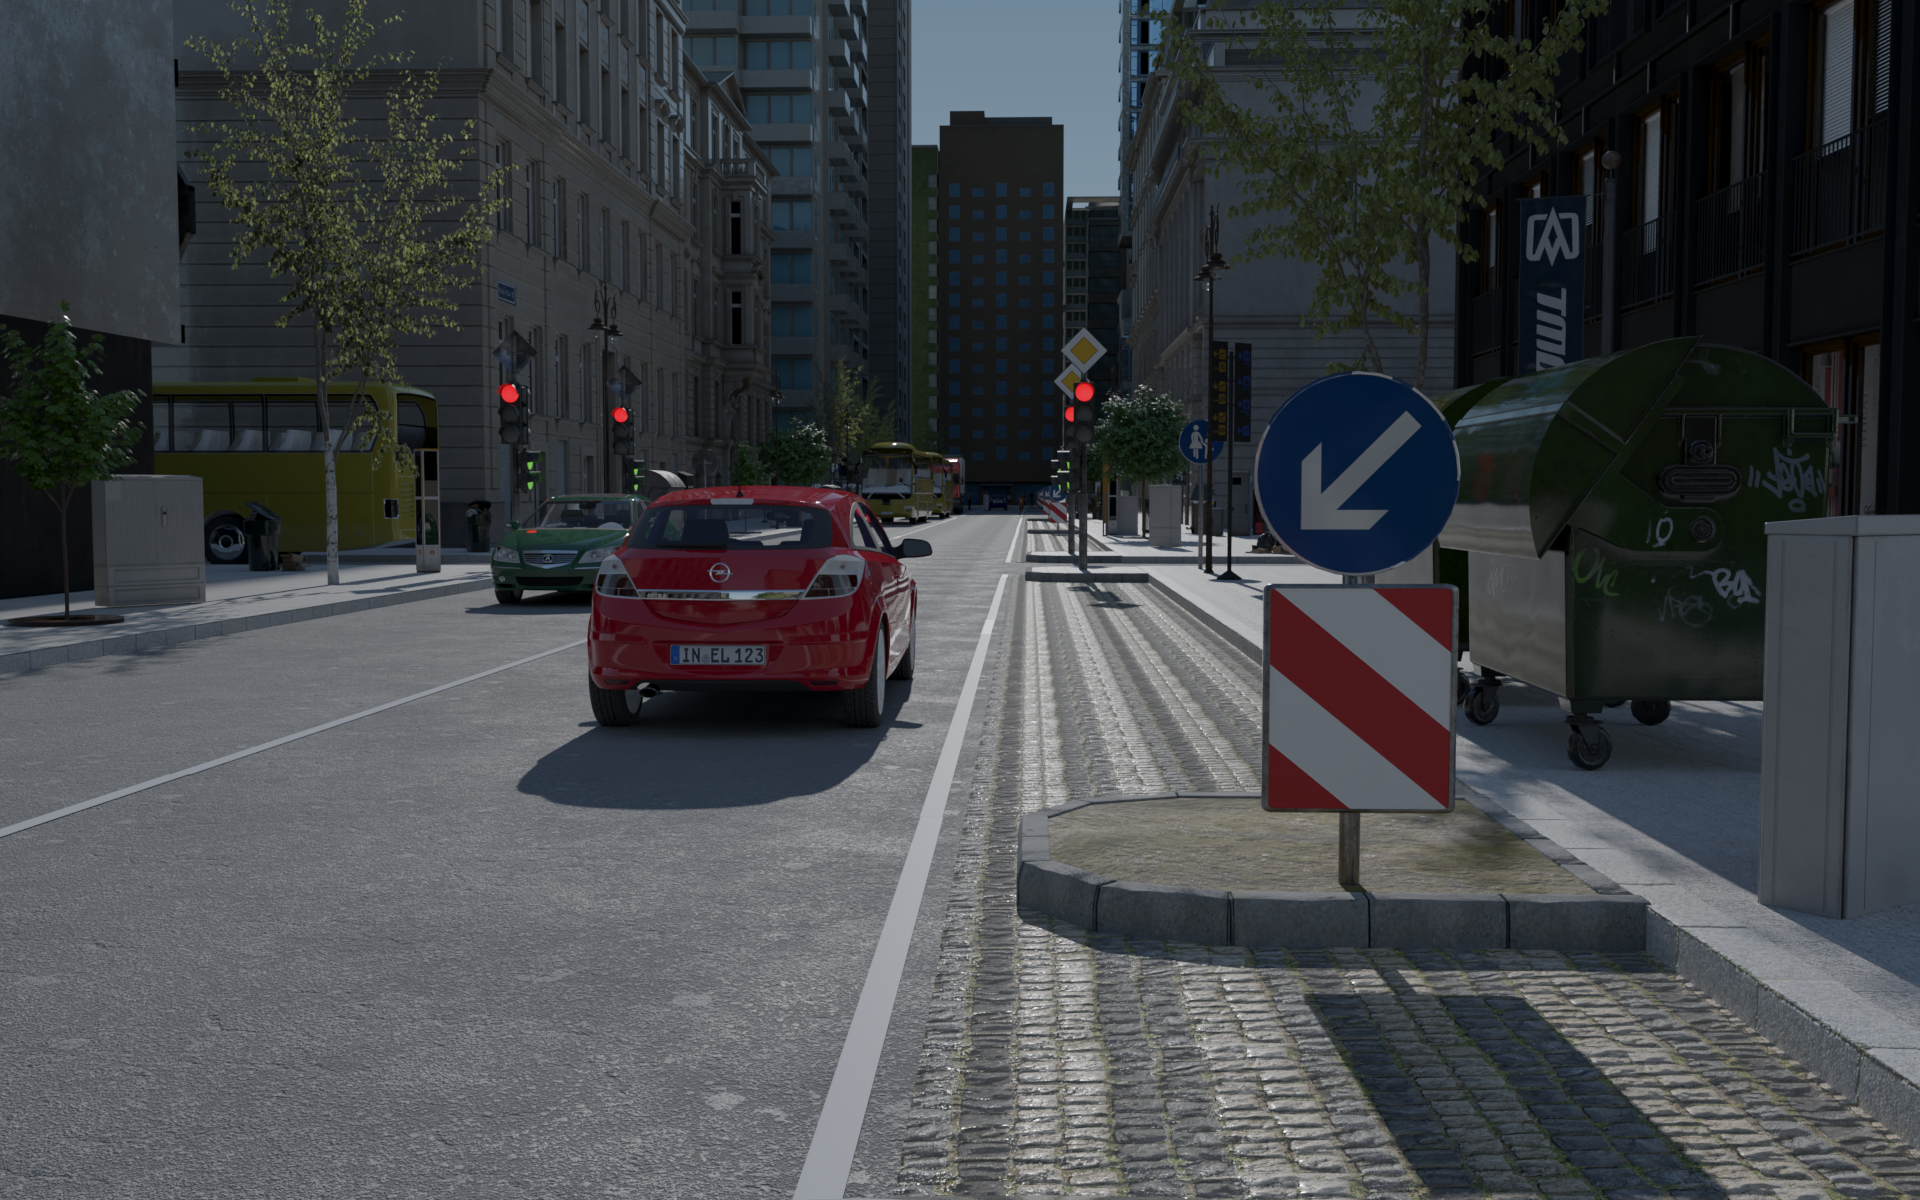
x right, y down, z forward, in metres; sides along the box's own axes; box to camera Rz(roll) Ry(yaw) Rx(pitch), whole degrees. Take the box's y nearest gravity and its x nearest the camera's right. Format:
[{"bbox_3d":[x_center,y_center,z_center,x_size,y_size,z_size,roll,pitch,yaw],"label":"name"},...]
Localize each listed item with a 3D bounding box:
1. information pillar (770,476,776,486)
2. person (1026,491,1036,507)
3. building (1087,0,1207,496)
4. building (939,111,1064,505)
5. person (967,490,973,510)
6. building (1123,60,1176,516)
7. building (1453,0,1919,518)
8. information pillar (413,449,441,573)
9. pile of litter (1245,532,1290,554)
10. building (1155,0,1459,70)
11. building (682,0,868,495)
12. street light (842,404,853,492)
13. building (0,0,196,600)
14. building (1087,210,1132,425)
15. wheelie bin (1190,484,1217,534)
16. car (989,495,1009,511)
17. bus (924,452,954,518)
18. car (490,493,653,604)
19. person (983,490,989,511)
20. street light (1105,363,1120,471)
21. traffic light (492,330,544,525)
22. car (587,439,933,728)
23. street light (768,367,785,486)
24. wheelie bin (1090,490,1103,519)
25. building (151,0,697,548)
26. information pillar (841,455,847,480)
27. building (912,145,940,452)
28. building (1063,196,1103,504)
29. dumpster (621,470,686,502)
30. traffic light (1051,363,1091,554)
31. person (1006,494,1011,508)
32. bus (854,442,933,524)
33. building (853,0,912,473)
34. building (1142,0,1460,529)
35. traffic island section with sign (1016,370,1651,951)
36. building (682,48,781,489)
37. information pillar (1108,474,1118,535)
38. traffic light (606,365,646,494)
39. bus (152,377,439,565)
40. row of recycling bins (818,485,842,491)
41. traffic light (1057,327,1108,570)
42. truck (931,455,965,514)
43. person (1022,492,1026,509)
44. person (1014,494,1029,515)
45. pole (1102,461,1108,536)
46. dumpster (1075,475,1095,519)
[{"bbox_3d":[-7.125,-3.781,66.319,0.304,2.012,0.304,0,4,-8],"label":"information pillar"},{"bbox_3d":[7.437,-10.499,180.682,1.217,1.766,0.721,-2,4,-32],"label":"person"},{"bbox_3d":[22.994,-51.424,153.456,22.319,86.520,31.000,0,4,2],"label":"building"},{"bbox_3d":[5.013,-33.975,205.607,14.200,45.320,14.600,0,4,2],"label":"building"},{"bbox_3d":[0.902,-9.048,156.437,0.705,1.823,1.348,1,4,17],"label":"person"},{"bbox_3d":[16.232,-18.470,99.240,12.463,27.353,25.104,0,4,2],"label":"building"},{"bbox_3d":[13.316,-11.494,17.605,12.332,23.373,15.834,0,4,2],"label":"building"},{"bbox_3d":[-8.665,-1.449,28.182,0.304,2.012,0.304,-3,5,-42],"label":"information pillar"},{"bbox_3d":[7.065,-1.437,37.468,1.719,0.858,1.176,1,4,16],"label":"pile of litter"},{"bbox_3d":[27.403,-26.620,127.120,32.217,40.220,23.993,0,4,2],"label":"building"},{"bbox_3d":[-18.686,-31.086,127.872,23.786,49.044,30.456,0,4,2],"label":"building"},{"bbox_3d":[-5.757,-7.082,88.571,0.468,5.910,1.993,0,4,2],"label":"street light"},{"bbox_3d":[-20.009,-9.291,19.353,16.811,18.784,16.820,0,4,2],"label":"building"},{"bbox_3d":[19.959,-24.839,177.816,14.160,30.474,14.107,0,4,2],"label":"building"},{"bbox_3d":[7.870,-2.943,56.026,0.980,1.594,0.693,3,4,38],"label":"wheelie bin"},{"bbox_3d":[3.293,-8.511,151.729,1.945,1.354,3.894,0,4,0],"label":"car"},{"bbox_3d":[-1.934,-6.942,105.045,2.896,3.916,12.252,0,4,2],"label":"bus"},{"bbox_3d":[-5.095,-0.755,24.142,2.131,1.459,4.920,0,4,2],"label":"car"},{"bbox_3d":[2.174,-8.328,145.329,0.551,1.740,0.621,-1,4,-13],"label":"person"},{"bbox_3d":[5.368,-5.389,60.905,0.468,5.910,1.993,0,4,2],"label":"street light"},{"bbox_3d":[-7.586,-2.489,29.620,0.839,4.253,0.868,0,4,2],"label":"traffic light"},{"bbox_3d":[-1.296,-0.189,12.138,2.155,1.783,4.494,0,4,2],"label":"car"},{"bbox_3d":[-6.688,-5.531,63.216,0.468,5.910,1.993,0,4,2],"label":"street light"},{"bbox_3d":[7.071,-4.943,88.724,0.693,1.594,0.980,2,4,30],"label":"wheelie bin"},{"bbox_3d":[-16.334,-15.610,52.486,12.463,27.353,25.104,0,4,2],"label":"building"},{"bbox_3d":[-6.869,-6.807,102.641,0.504,3.616,0.183,1,4,11],"label":"information pillar"},{"bbox_3d":[-9.133,-31.947,205.923,14.086,41.232,14.154,0,4,2],"label":"building"},{"bbox_3d":[24.412,-31.874,213.023,23.993,40.220,32.217,0,4,2],"label":"building"},{"bbox_3d":[-7.461,-2.226,42.147,1.264,1.857,1.865,0,4,2],"label":"dumpster"},{"bbox_3d":[2.384,-2.955,37.235,0.839,4.253,0.868,0,4,2],"label":"traffic light"},{"bbox_3d":[4.985,-10.129,177.292,0.799,1.438,0.628,1,4,22],"label":"person"},{"bbox_3d":[-3.042,-5.757,85.680,2.896,3.916,12.252,0,4,4],"label":"bus"},{"bbox_3d":[-15.694,-45.049,174.801,20.611,71.187,20.563,0,4,2],"label":"building"},{"bbox_3d":[15.304,-14.252,74.816,13.314,21.916,24.055,0,4,2],"label":"building"},{"bbox_3d":[1.207,0.138,6.379,1.989,1.847,2.006,0,4,2],"label":"traffic island section with sign"},{"bbox_3d":[-16.537,-16.108,82.456,14.460,24.649,34.723,0,4,2],"label":"building"},{"bbox_3d":[4.774,-3.047,54.308,0.304,2.012,0.304,0,4,-3],"label":"information pillar"},{"bbox_3d":[-7.270,-2.977,37.599,0.839,4.253,0.868,0,4,2],"label":"traffic light"},{"bbox_3d":[-16.638,-2.593,33.942,12.252,3.916,2.896,0,4,2],"label":"bus"},{"bbox_3d":[-6.065,-4.535,81.258,1.069,1.692,3.534,0,4,3],"label":"row of recycling bins"},{"bbox_3d":[2.068,-2.467,29.256,0.839,4.253,0.868,0,4,2],"label":"traffic light"},{"bbox_3d":[-1.024,-8.361,125.622,2.839,4.237,11.283,0,4,2],"label":"truck"},{"bbox_3d":[6.158,-9.541,165.966,0.415,1.643,0.593,0,4,2],"label":"person"},{"bbox_3d":[4.172,-6.481,117.729,1.065,1.426,0.557,1,4,18],"label":"person"},{"bbox_3d":[4.424,-3.598,52.673,0.158,3.312,0.155,0,3,0],"label":"pole"},{"bbox_3d":[6.632,-5.377,90.411,1.502,2.255,1.985,0,4,2],"label":"dumpster"}]
